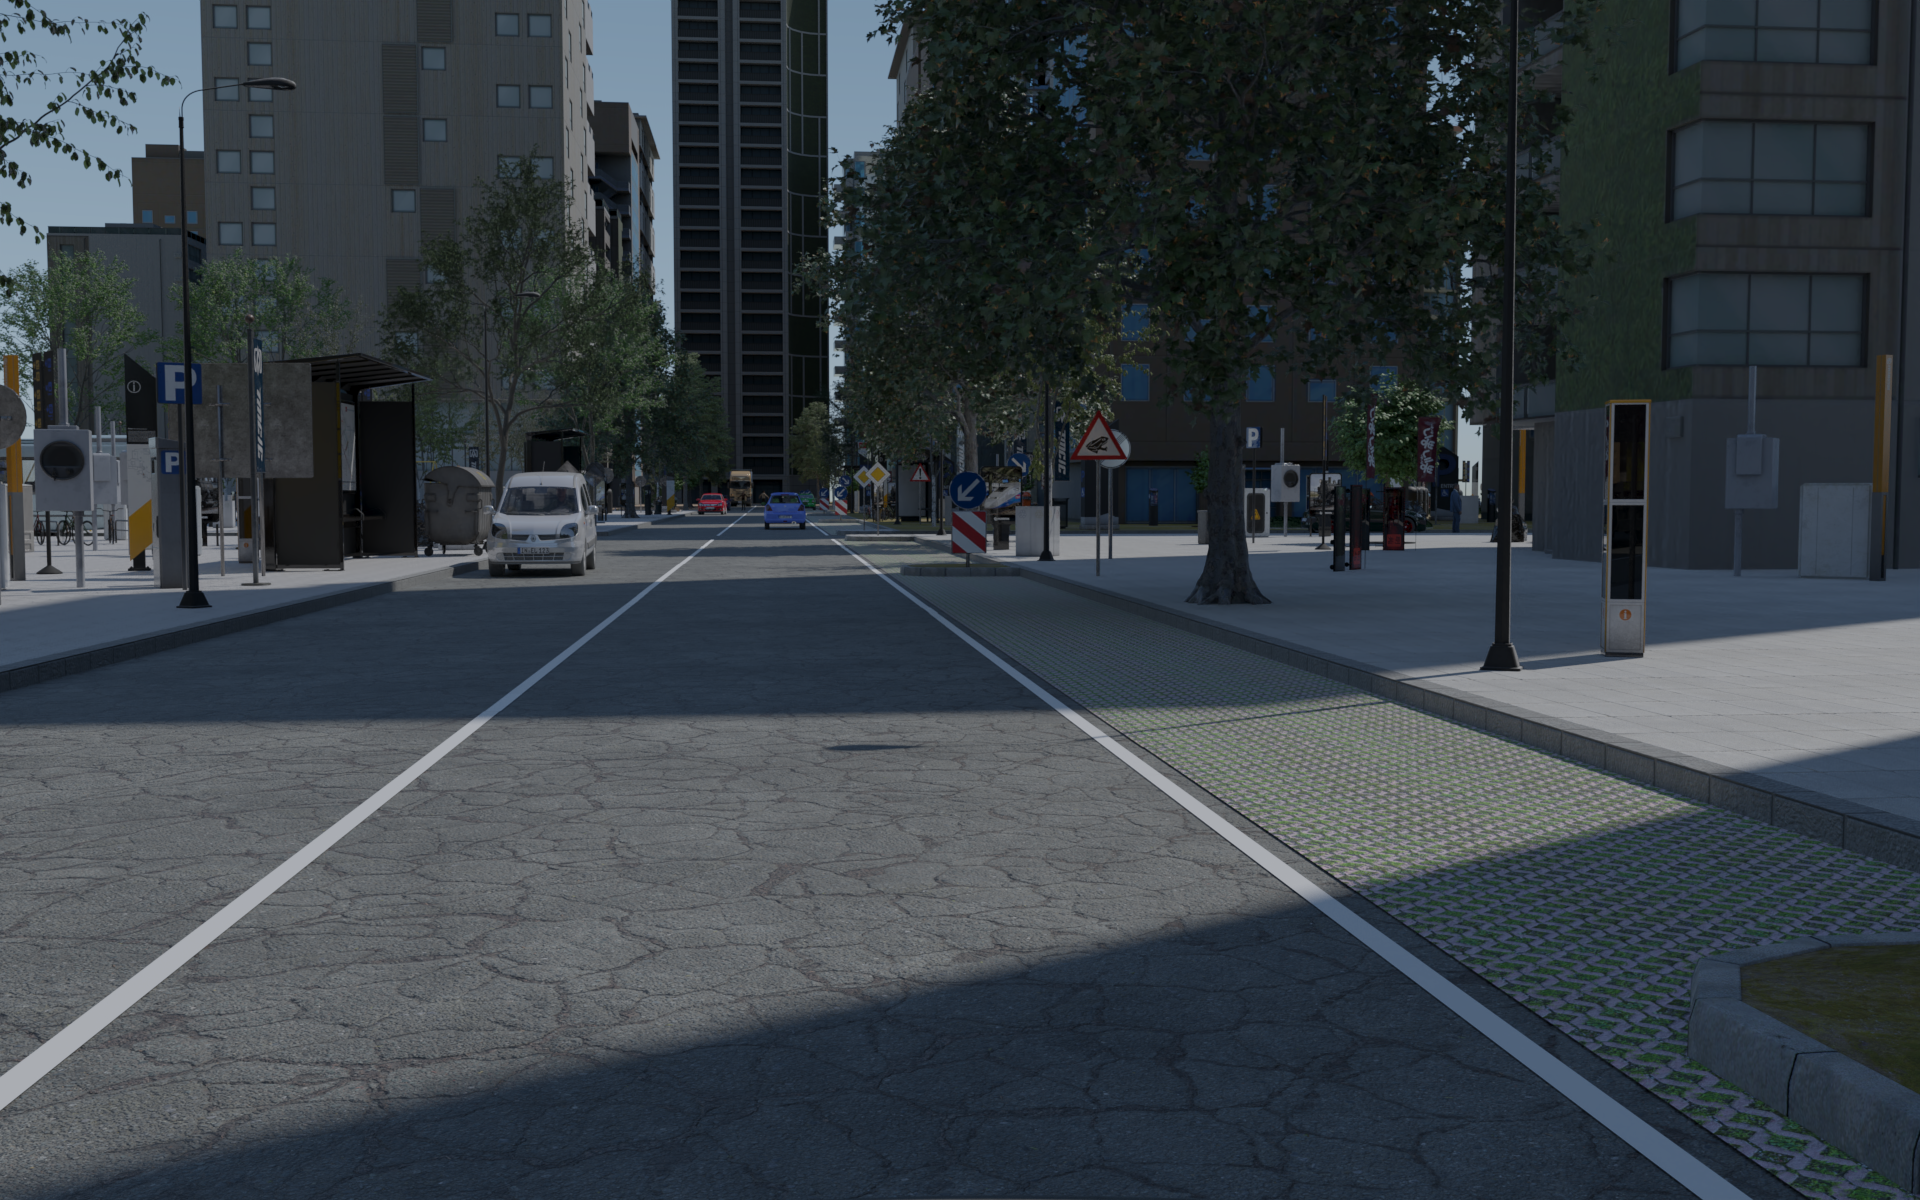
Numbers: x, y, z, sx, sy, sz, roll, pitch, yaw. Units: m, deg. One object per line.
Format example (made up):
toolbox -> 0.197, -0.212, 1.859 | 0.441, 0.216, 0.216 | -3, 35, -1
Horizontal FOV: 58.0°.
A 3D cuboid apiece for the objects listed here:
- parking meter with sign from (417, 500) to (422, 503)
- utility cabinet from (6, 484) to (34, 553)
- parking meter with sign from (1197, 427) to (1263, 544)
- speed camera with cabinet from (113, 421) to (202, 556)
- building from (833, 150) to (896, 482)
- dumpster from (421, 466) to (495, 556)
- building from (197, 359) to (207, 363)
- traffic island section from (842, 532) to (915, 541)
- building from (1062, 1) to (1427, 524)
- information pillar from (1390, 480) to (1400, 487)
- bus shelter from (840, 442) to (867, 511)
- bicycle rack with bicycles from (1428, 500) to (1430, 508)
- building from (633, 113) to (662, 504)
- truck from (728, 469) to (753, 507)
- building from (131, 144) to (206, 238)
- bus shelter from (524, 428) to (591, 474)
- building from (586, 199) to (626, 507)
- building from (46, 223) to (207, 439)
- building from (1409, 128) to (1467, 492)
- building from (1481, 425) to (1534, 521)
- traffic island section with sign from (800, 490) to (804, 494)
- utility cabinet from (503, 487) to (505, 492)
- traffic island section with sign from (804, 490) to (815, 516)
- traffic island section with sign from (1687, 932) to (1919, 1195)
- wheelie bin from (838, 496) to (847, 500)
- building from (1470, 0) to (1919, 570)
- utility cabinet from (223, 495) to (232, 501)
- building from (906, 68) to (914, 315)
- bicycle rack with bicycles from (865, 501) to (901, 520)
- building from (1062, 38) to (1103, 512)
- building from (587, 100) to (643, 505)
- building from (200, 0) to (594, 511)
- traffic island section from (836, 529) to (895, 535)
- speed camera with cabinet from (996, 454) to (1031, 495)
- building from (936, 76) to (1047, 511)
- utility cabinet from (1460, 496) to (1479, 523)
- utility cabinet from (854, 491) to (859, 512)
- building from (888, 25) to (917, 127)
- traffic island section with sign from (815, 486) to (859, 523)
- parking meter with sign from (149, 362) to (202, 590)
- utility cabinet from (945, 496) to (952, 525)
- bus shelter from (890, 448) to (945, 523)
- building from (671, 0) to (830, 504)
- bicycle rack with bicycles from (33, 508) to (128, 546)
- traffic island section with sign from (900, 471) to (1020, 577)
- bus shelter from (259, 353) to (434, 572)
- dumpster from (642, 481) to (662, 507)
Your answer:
parking meter with sign -> -40.918, -8.134, 129.246 | 0.543, 3.016, 1.738 | 2, 4, 27
utility cabinet -> -20.610, -1.753, 37.348 | 0.318, 1.500, 1.173 | 2, 4, 26
parking meter with sign -> 6.939, -2.960, 44.650 | 1.738, 3.016, 0.543 | -2, 4, -31
speed camera with cabinet -> -16.717, -2.560, 36.199 | 2.038, 3.252, 0.660 | 2, 4, 33
building -> -2.328, -37.978, 240.553 | 30.456, 49.044, 23.786 | 0, 4, -6
dumpster -> -10.538, -1.873, 36.386 | 1.264, 1.857, 1.865 | 0, 4, -6
building -> -65.460, -53.411, 185.939 | 31.000, 86.520, 22.319 | 0, 4, -6
traffic island section -> -2.510, -1.908, 53.484 | 2.009, 0.180, 2.903 | 0, 4, -6
building -> 11.937, -26.234, 79.032 | 14.200, 45.320, 14.600 | 0, 4, -6
information pillar -> 13.934, -3.912, 55.323 | 0.183, 3.616, 0.504 | -2, 4, -24
bus shelter -> -7.900, -9.340, 130.344 | 2.179, 5.291, 8.768 | 0, 4, -6
bicycle rack with bicycles -> 31.122, -6.275, 115.971 | 2.925, 0.926, 2.852 | -1, 4, -19
building -> -53.359, -39.612, 236.898 | 27.495, 52.752, 28.713 | 0, 4, -6
truck -> -25.093, -12.815, 198.433 | 2.839, 4.237, 11.283 | 0, 4, -6
building -> -97.197, -35.173, 225.187 | 14.200, 45.320, 14.600 | 0, 4, -6
bus shelter -> -14.878, -4.466, 64.296 | 1.731, 3.624, 6.357 | 0, 4, -6
building -> -40.247, -24.221, 167.722 | 14.160, 30.474, 14.107 | 0, 4, -6
building -> -89.118, -25.508, 188.757 | 14.107, 30.474, 14.160 | 0, 4, -6
building -> 43.123, -33.271, 198.604 | 28.867, 44.769, 22.147 | 0, 4, -6
building -> 37.475, -28.132, 83.661 | 21.600, 48.544, 21.300 | 0, 4, -6
traffic island section with sign -> -14.416, -9.425, 162.729 | 1.989, 1.847, 2.006 | 0, 4, -6
utility cabinet -> -13.118, -2.656, 52.098 | 1.173, 1.500, 0.318 | -1, 4, -18
traffic island section with sign -> -8.987, -6.379, 112.920 | 1.989, 1.847, 2.006 | 0, 4, -6
traffic island section with sign -> 2.877, 0.282, 4.019 | 1.989, 1.847, 2.006 | 0, 4, -6
wheelie bin -> -8.453, -7.136, 124.582 | 0.693, 1.594, 0.980 | -1, 4, -9
building -> 18.540, -21.527, 35.558 | 14.154, 41.232, 14.086 | 0, 4, -6
utility cabinet -> -42.706, -5.465, 100.521 | 1.020, 1.237, 0.306 | 0, 4, 4
building -> 2.202, -31.807, 170.150 | 14.600, 45.320, 14.200 | 0, 4, -6
bicycle rack with bicycles -> -3.245, -4.382, 85.033 | 2.852, 0.926, 2.925 | -1, 4, -19
building -> 3.996, -30.933, 155.862 | 14.600, 45.320, 14.200 | 0, 4, -6
building -> -43.444, -33.252, 193.786 | 14.200, 45.320, 14.600 | 0, 4, -6
building -> -45.314, -34.014, 145.367 | 28.713, 52.752, 27.495 | 0, 4, -6
traffic island section -> -3.375, -2.394, 61.422 | 2.009, 0.180, 2.903 | 0, 4, -6
speed camera with cabinet -> 2.475, -5.614, 86.129 | 2.038, 3.252, 0.660 | -1, 4, -13
building -> 10.975, -49.110, 115.619 | 22.319, 86.520, 31.000 | 0, 4, -6
utility cabinet -> 22.119, -3.946, 75.678 | 1.020, 1.237, 0.306 | 0, 4, -6
utility cabinet -> -6.896, -6.862, 120.867 | 0.318, 1.500, 1.173 | 2, 4, 34
building -> 7.308, -36.841, 191.587 | 28.713, 52.752, 27.495 | 0, 4, -6
traffic island section with sign -> -6.043, -4.725, 85.876 | 1.989, 1.847, 2.006 | 0, 4, -6
parking meter with sign -> -10.796, -1.680, 23.734 | 0.543, 3.016, 1.738 | -2, 4, -33
utility cabinet -> -0.470, -3.673, 71.213 | 0.306, 1.237, 1.020 | 0, 3, 0
bus shelter -> -1.950, -5.156, 78.231 | 2.014, 3.302, 5.546 | 0, 4, -6
building -> -28.194, -48.794, 236.028 | 20.611, 71.187, 20.563 | 0, 4, -6
bicycle rack with bicycles -> -22.216, -1.866, 43.889 | 2.852, 0.926, 2.925 | -3, 4, -39
traffic island section with sign -> -0.043, -1.357, 30.816 | 1.989, 1.847, 2.006 | 0, 4, -6
bus shelter -> -11.120, -2.478, 31.797 | 1.731, 3.624, 6.357 | 0, 4, -6
dumpster -> -21.996, -7.445, 124.224 | 1.502, 2.255, 1.985 | 0, 4, -6
